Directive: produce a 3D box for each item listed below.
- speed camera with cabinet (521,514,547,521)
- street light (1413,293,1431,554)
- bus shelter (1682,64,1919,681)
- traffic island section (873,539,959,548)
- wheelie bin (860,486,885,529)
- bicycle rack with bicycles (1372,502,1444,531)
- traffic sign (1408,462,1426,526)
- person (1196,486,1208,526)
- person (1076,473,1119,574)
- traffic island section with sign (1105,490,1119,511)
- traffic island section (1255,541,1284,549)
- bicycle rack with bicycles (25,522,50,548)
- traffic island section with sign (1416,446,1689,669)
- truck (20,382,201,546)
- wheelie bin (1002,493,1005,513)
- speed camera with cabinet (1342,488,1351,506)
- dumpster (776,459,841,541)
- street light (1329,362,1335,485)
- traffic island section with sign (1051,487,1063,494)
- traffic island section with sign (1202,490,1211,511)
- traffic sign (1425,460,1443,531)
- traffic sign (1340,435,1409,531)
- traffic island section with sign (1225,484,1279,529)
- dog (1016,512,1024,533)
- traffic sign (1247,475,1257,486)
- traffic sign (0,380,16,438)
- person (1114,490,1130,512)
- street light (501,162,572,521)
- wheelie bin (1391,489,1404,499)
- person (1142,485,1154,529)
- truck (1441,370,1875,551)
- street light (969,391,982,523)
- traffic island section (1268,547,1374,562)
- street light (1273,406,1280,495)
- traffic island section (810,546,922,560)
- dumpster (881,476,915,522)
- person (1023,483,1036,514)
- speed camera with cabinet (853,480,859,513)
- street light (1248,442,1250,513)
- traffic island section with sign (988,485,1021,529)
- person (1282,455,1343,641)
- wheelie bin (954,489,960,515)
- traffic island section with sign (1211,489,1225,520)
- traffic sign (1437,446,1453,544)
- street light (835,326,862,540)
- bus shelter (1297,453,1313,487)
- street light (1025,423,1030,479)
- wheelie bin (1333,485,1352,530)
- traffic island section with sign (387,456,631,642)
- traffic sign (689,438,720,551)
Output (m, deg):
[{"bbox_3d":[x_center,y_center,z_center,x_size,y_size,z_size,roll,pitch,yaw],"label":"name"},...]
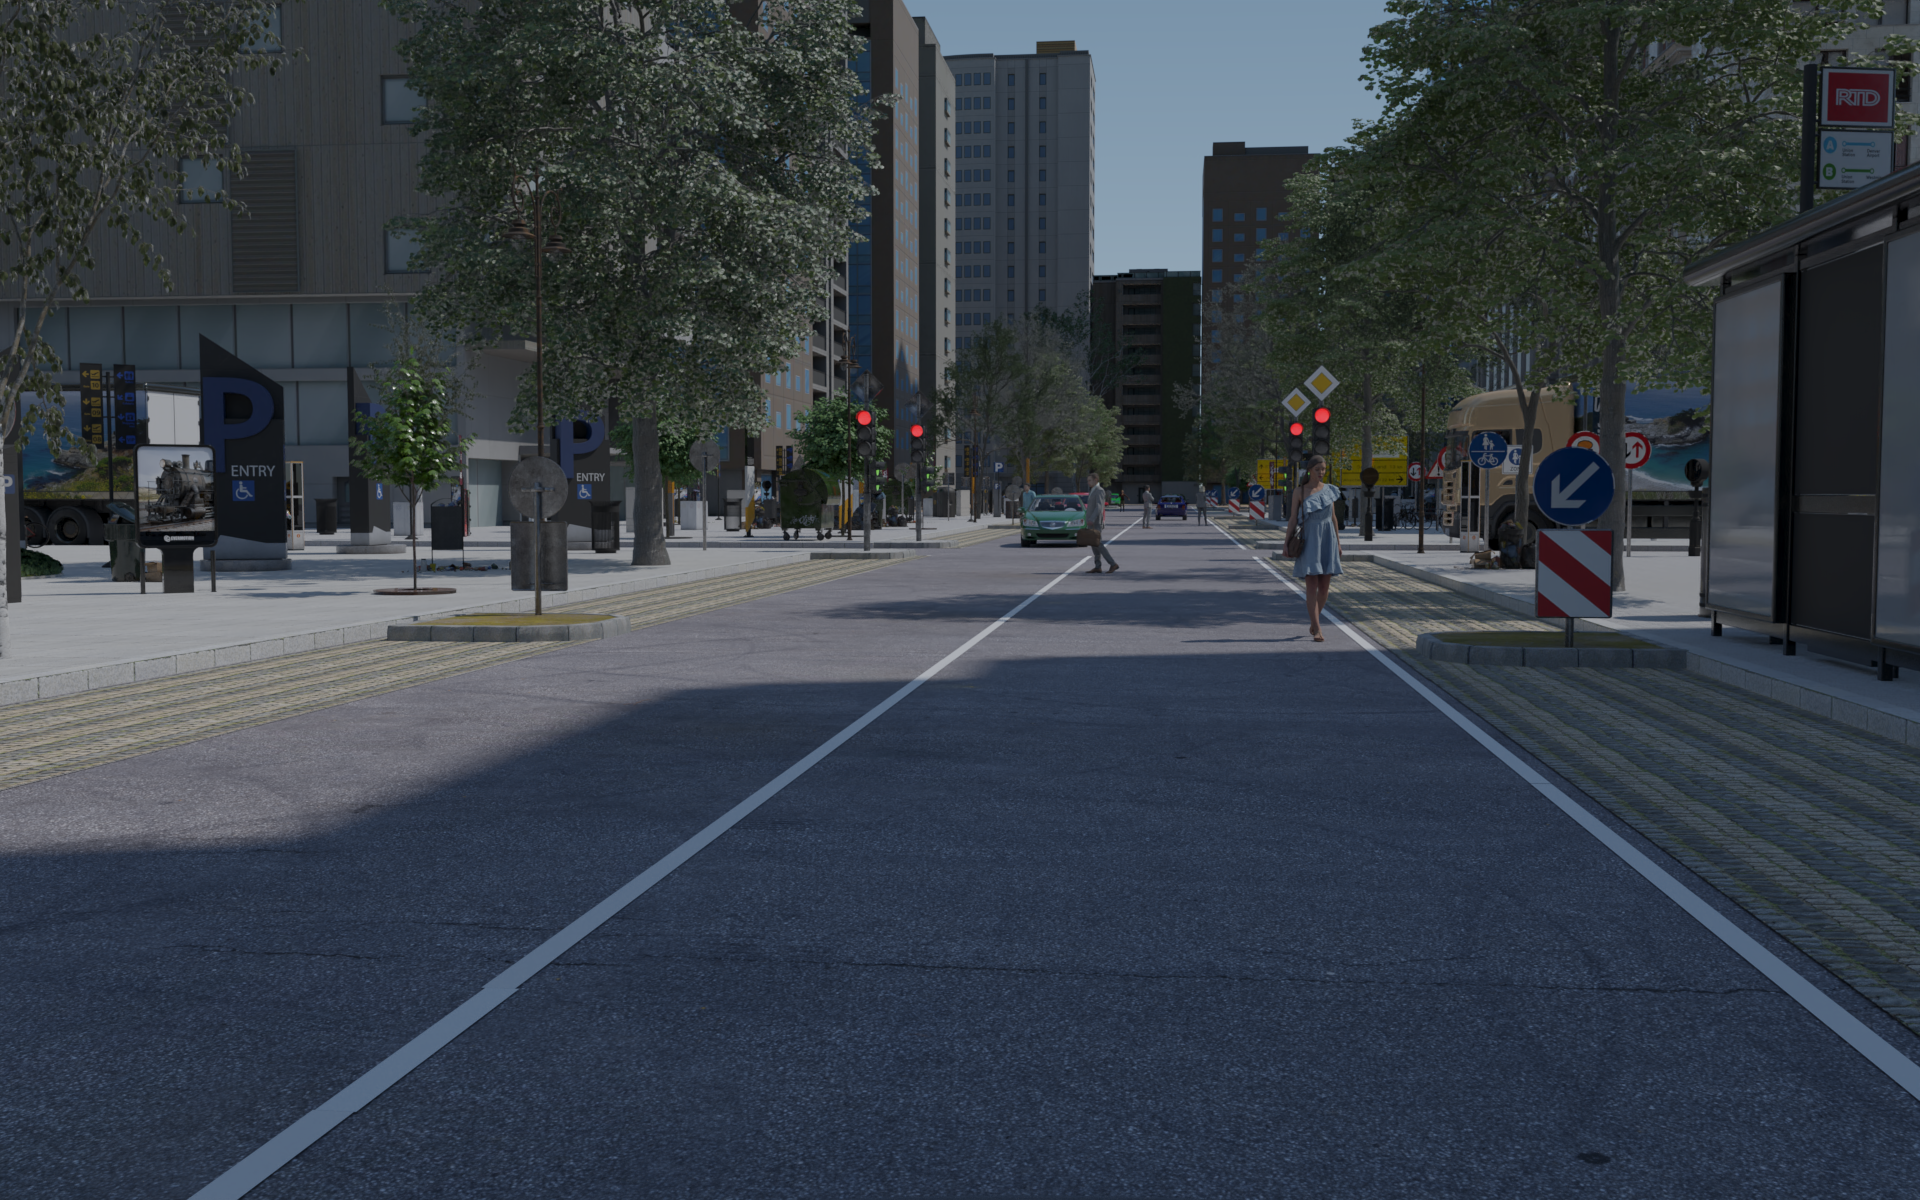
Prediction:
[{"bbox_3d":[-14.270,-3.936,58.687,0.660,3.252,2.038,-3,4,-36],"label":"speed camera with cabinet"},{"bbox_3d":[9.943,-3.939,37.184,0.468,5.910,1.993,0,4,7],"label":"street light"},{"bbox_3d":[7.404,-2.223,13.981,2.179,5.291,8.768,0,4,7],"label":"bus shelter"},{"bbox_3d":[-1.140,-1.517,47.086,2.009,0.180,2.903,0,4,7],"label":"traffic island section"},{"bbox_3d":[-3.189,-3.432,64.025,0.980,1.594,0.693,-2,4,-30],"label":"wheelie bin"},{"bbox_3d":[15.810,-2.978,62.080,2.852,0.926,2.925,-1,4,-21],"label":"bicycle rack with bicycles"},{"bbox_3d":[18.112,-4.202,68.812,0.768,2.556,0.104,1,4,10],"label":"traffic sign"},{"bbox_3d":[10.811,-4.209,77.495,0.537,1.800,0.526,3,4,37],"label":"person"},{"bbox_3d":[2.444,-1.387,31.304,0.853,1.813,0.709,-1,4,-15],"label":"person"},{"bbox_3d":[15.070,-10.174,174.974,1.989,1.847,2.006,0,4,7],"label":"traffic island section with sign"},{"bbox_3d":[8.874,-1.441,45.843,2.009,0.180,2.903,0,4,7],"label":"traffic island section"},{"bbox_3d":[-22.686,-1.604,39.611,2.925,0.926,2.852,-1,4,-16],"label":"bicycle rack with bicycles"},{"bbox_3d":[5.085,-0.400,15.172,1.989,1.847,2.006,0,4,7],"label":"traffic island section with sign"},{"bbox_3d":[-25.738,-3.453,45.371,11.283,4.237,2.839,0,4,8],"label":"truck"},{"bbox_3d":[3.203,-6.464,113.591,0.693,1.594,0.980,2,4,29],"label":"wheelie bin"},{"bbox_3d":[21.974,-6.316,97.595,0.660,3.252,2.038,2,4,27],"label":"speed camera with cabinet"},{"bbox_3d":[-4.225,-2.793,48.161,1.502,2.255,1.985,0,4,7],"label":"dumpster"},{"bbox_3d":[12.694,-5.289,59.269,0.468,5.910,1.993,0,4,7],"label":"street light"},{"bbox_3d":[5.552,-5.485,98.308,1.989,1.847,2.006,0,4,7],"label":"traffic island section with sign"},{"bbox_3d":[21.411,-8.452,146.825,1.989,1.847,2.006,0,4,7],"label":"traffic island section with sign"},{"bbox_3d":[16.456,-3.645,59.596,0.884,2.594,0.081,1,4,11],"label":"traffic sign"},{"bbox_3d":[14.222,-4.014,59.498,2.265,3.308,0.079,1,4,15],"label":"traffic sign"},{"bbox_3d":[11.972,-3.795,70.681,1.989,1.847,2.006,0,4,7],"label":"traffic island section with sign"},{"bbox_3d":[2.489,-2.880,63.922,0.513,0.831,0.800,-3,4,-36],"label":"dog"},{"bbox_3d":[19.778,-7.149,116.890,0.884,2.594,0.081,1,4,9],"label":"traffic sign"},{"bbox_3d":[-10.381,-1.120,18.422,0.768,2.556,0.104,1,4,12],"label":"traffic sign"},{"bbox_3d":[12.890,-7.873,137.739,1.217,1.766,0.721,1,4,16],"label":"person"},{"bbox_3d":[-5.965,-3.168,24.586,0.468,5.910,1.993,0,4,7],"label":"street light"},{"bbox_3d":[25.858,-5.785,102.494,0.693,1.594,0.980,1,4,20],"label":"wheelie bin"},{"bbox_3d":[7.820,-3.860,71.794,0.466,1.800,0.511,-3,5,-44],"label":"person"},{"bbox_3d":[16.493,-3.155,40.502,11.283,4.237,2.839,0,4,6],"label":"truck"},{"bbox_3d":[0.680,-6.405,77.507,0.468,5.910,1.993,0,4,7],"label":"street light"},{"bbox_3d":[7.890,-0.956,37.918,2.009,0.180,2.903,0,4,7],"label":"traffic island section"},{"bbox_3d":[16.361,-7.143,89.570,0.468,5.910,1.993,0,4,7],"label":"street light"},{"bbox_3d":[-2.124,-1.032,39.162,2.009,0.180,2.903,0,4,7],"label":"traffic island section"},{"bbox_3d":[-2.831,-4.792,80.842,1.502,2.255,1.985,0,4,7],"label":"dumpster"},{"bbox_3d":[2.466,-3.158,60.156,0.660,1.820,0.620,3,5,39],"label":"person"},{"bbox_3d":[-4.233,-4.672,70.715,0.660,3.252,2.038,-1,4,-11],"label":"speed camera with cabinet"},{"bbox_3d":[19.902,-8.942,118.994,0.468,5.910,1.993,0,4,7],"label":"street light"},{"bbox_3d":[2.224,-3.843,71.466,1.989,1.847,2.006,0,4,7],"label":"traffic island section with sign"},{"bbox_3d":[3.469,-0.519,17.077,0.616,1.811,0.778,0,4,2],"label":"person"},{"bbox_3d":[-0.264,-6.034,106.569,0.980,1.594,0.693,-3,4,-37],"label":"wheelie bin"},{"bbox_3d":[15.306,-5.440,97.573,1.989,1.847,2.006,0,4,7],"label":"traffic island section with sign"},{"bbox_3d":[12.746,-2.739,44.888,0.768,2.556,0.104,1,4,10],"label":"traffic sign"},{"bbox_3d":[-3.058,-4.588,47.798,0.468,5.910,1.993,0,4,7],"label":"street light"},{"bbox_3d":[18.995,-7.043,92.784,2.179,5.291,8.768,0,4,7],"label":"bus shelter"},{"bbox_3d":[4.250,-8.204,106.928,0.468,5.910,1.993,0,4,7],"label":"street light"},{"bbox_3d":[13.361,-3.291,61.716,0.693,1.594,0.980,0,4,-7],"label":"wheelie bin"},{"bbox_3d":[-4.456,-0.549,17.597,1.989,1.847,2.006,0,4,7],"label":"traffic island section with sign"},{"bbox_3d":[-5.802,-2.396,39.285,0.768,2.556,0.104,1,4,16],"label":"traffic sign"}]
